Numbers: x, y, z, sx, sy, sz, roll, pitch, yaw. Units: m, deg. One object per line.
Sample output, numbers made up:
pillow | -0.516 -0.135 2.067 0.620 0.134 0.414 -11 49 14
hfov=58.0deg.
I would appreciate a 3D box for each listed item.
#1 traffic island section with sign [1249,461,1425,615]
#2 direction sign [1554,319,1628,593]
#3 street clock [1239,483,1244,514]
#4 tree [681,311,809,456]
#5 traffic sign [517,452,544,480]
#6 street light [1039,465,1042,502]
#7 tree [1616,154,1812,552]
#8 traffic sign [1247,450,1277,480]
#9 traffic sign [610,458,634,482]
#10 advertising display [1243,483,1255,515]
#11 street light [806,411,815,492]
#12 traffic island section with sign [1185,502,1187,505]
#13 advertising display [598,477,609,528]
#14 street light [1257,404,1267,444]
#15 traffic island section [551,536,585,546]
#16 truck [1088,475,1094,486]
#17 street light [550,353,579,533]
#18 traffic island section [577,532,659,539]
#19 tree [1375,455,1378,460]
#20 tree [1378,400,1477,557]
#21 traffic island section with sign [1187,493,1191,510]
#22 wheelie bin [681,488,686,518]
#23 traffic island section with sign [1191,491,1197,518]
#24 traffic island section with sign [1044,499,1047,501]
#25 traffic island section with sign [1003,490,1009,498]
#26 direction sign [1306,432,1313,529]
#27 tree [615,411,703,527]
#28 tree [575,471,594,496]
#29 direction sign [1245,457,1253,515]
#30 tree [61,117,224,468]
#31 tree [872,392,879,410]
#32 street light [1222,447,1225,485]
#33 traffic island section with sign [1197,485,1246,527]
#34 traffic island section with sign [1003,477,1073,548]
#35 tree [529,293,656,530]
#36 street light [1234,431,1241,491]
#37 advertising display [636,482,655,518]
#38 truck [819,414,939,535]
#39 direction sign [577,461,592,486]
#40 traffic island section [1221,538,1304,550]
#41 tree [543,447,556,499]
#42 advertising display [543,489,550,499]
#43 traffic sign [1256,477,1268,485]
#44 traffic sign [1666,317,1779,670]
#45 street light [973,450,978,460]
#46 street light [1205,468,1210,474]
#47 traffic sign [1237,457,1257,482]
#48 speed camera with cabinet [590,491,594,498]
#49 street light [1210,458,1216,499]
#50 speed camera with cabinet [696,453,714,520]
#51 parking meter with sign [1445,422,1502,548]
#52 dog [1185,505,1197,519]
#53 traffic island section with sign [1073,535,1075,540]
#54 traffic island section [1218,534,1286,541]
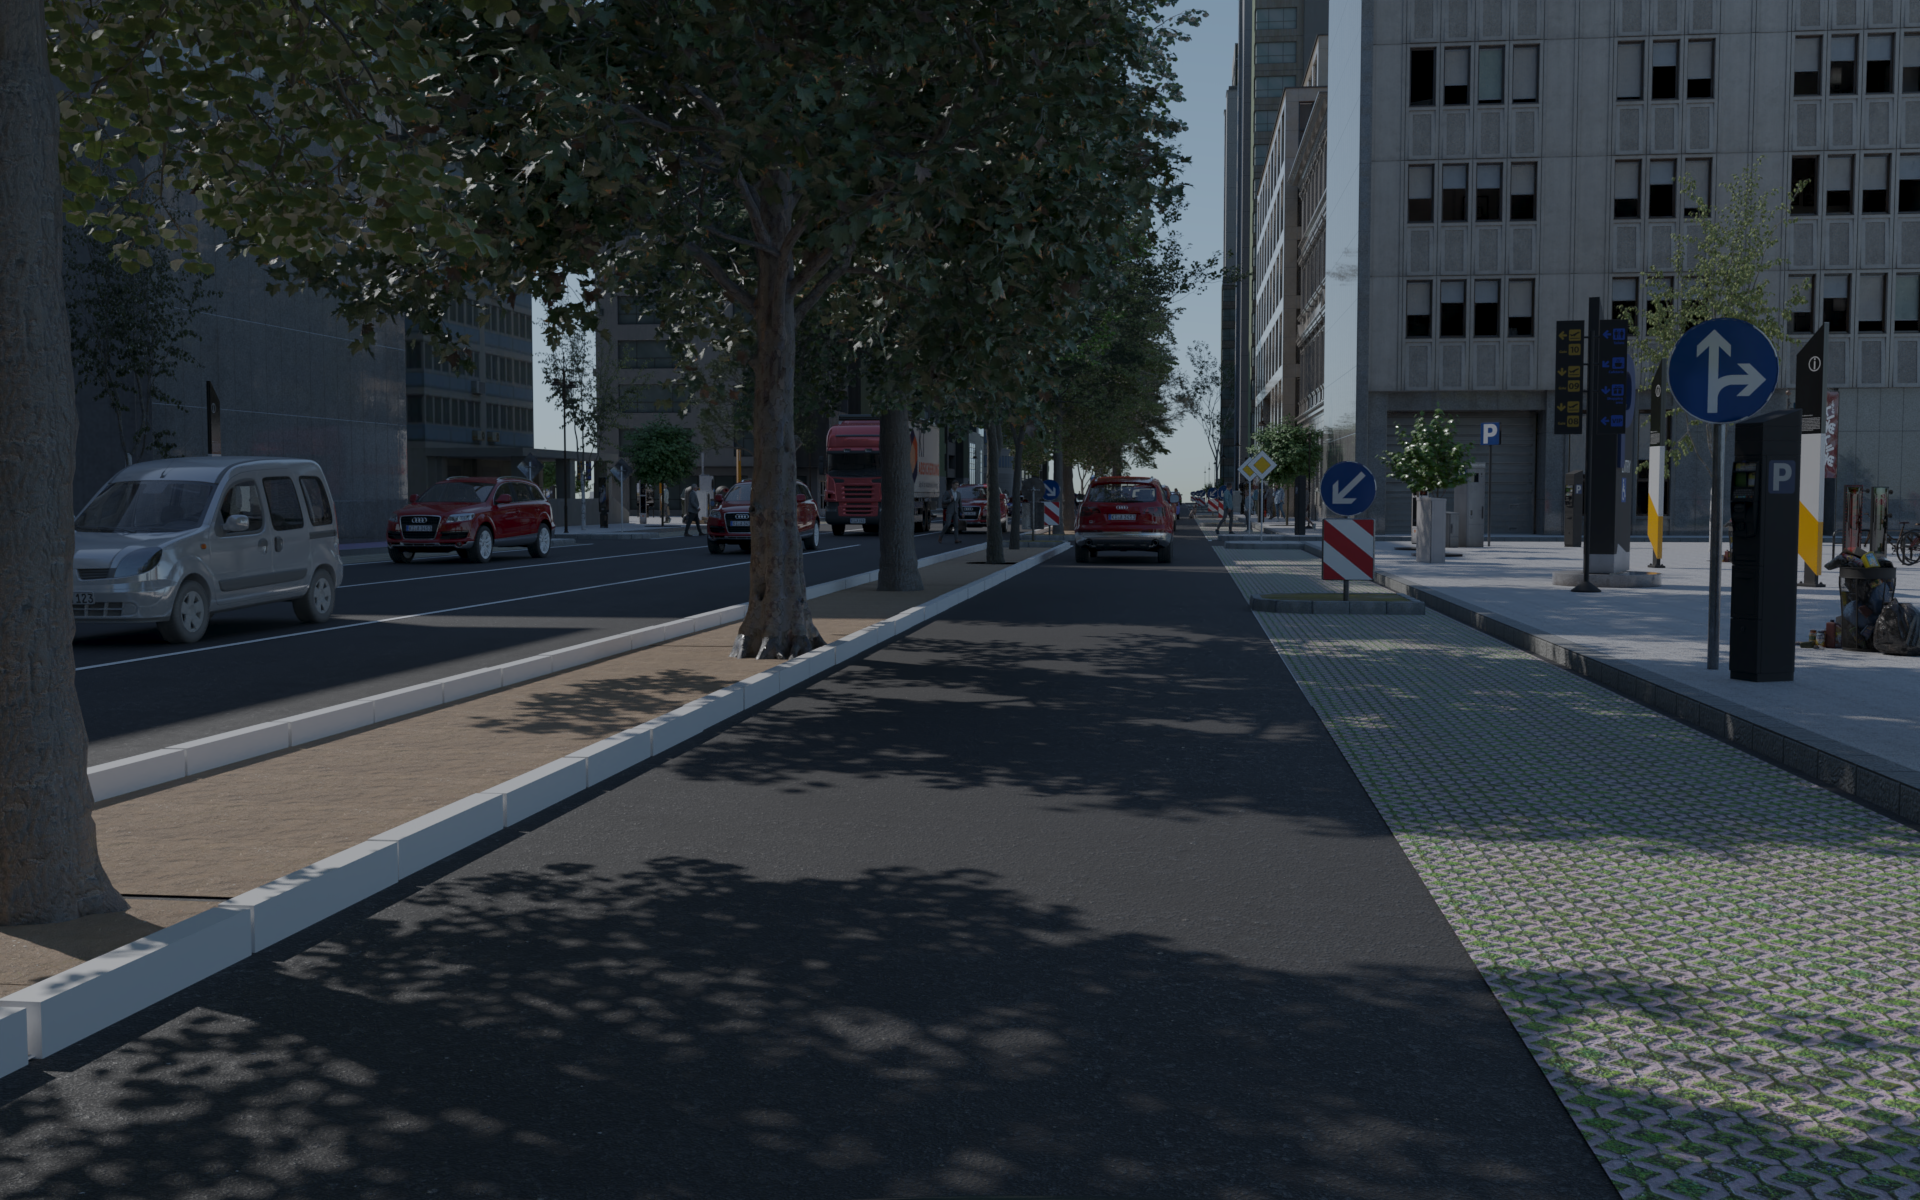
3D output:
traffic island section with sign | 4.616 -0.783 21.438 1.989 1.847 2.006 0 4 7
direction sign | 8.210 -1.872 22.607 0.876 3.537 0.379 1 4 16
street clock | 17.801 -6.398 109.172 0.471 2.002 0.358 -3 5 -40
tree | -10.452 -9.433 88.649 7.601 10.594 8.767 1 4 9
traffic sign | -12.015 -2.828 48.431 0.795 2.593 0.064 0 4 7
street light | 11.760 -17.138 252.991 0.468 5.910 1.993 0 4 7
tree | 16.770 -5.388 38.456 4.737 8.622 4.395 0 3 0
traffic sign | 8.018 -2.673 45.888 0.795 2.593 0.064 0 4 7
traffic sign | -11.013 -3.313 56.354 0.795 2.593 0.064 0 4 7
advertising display | 17.493 -6.092 104.825 0.974 1.923 0.123 -3 5 -42
street light | -8.229 -7.477 95.037 0.468 5.910 1.993 0 4 7
traffic island section with sign | 24.650 -10.478 179.943 1.989 1.847 2.006 0 4 7
advertising display | -13.491 -3.694 65.606 0.123 1.923 0.974 -2 4 -28
street light | 15.517 -7.122 89.229 0.468 5.910 1.993 0 4 7
traffic island section | -12.039 -1.604 48.502 2.009 0.180 2.903 0 4 7
truck | 20.444 -15.860 249.068 2.967 4.110 18.799 0 4 8
street light | -13.002 -5.150 56.997 0.468 5.910 1.993 0 4 7
traffic island section | -11.037 -2.088 56.424 2.009 0.180 2.903 0 4 7
tree | 10.598 -2.752 39.596 1.663 3.219 1.824 0 3 0
tree | 9.710 -2.510 35.637 1.663 3.219 1.824 0 3 0
traffic island section with sign | 21.275 -8.842 153.199 1.989 1.847 2.006 0 4 7
wheelie bin | -14.466 -5.165 92.355 0.980 1.594 0.693 2 4 27
traffic island section with sign | 14.969 -5.789 103.283 1.989 1.847 2.006 0 4 7
traffic island section with sign | 11.834 -13.988 237.325 1.989 1.847 2.006 0 4 7
traffic island section with sign | 4.892 -10.631 182.441 1.989 1.847 2.006 0 4 7
direction sign | 12.898 -4.401 63.959 0.379 3.537 0.876 1 4 14
tree | -11.808 -5.165 68.168 4.285 4.588 4.351 0 3 0
tree | -25.857 -7.512 117.430 1.663 3.219 1.824 0 3 0
direction sign | 17.858 -6.991 106.304 0.876 3.537 0.379 3 5 41
tree | -16.022 -5.055 33.006 4.360 8.622 3.978 0 3 0
tree | -5.019 -16.257 121.697 12.611 20.169 13.585 0 3 0
street light | 25.245 -11.816 165.972 0.468 5.910 1.993 0 4 7
traffic island section with sign | 11.534 -4.128 76.123 1.989 1.847 2.006 0 4 7
traffic island section with sign | 1.927 -2.376 46.979 2.006 1.907 1.989 0 4 7
tree | -13.216 -6.788 61.347 4.360 8.622 3.978 0 3 0
street light | 20.282 -9.423 126.849 0.468 5.910 1.993 0 4 7
advertising display | -17.150 -5.457 94.436 0.974 1.923 0.123 0 4 2
truck | -2.773 -4.544 63.212 2.839 4.237 11.283 0 4 8
direction sign | -21.533 -6.561 99.268 0.876 3.537 0.379 1 4 10
traffic island section | 8.042 -1.449 45.967 2.009 0.180 2.903 0 4 7
tree | -28.711 -8.338 120.041 4.285 4.588 4.351 0 3 0
advertising display | -30.364 -7.458 127.149 0.974 1.923 0.123 2 4 24
traffic sign | 14.341 -4.902 82.284 0.606 2.300 0.079 1 4 10
traffic sign | 5.516 -0.765 12.612 0.768 2.556 0.104 1 4 9
street light | 1.483 -12.156 171.542 0.468 5.910 1.993 0 4 7
street light | 35.742 -16.866 248.550 0.468 5.910 1.993 0 4 7
traffic sign | 9.020 -3.157 53.810 0.795 2.593 0.064 0 4 7
speed camera with cabinet | -22.173 -6.981 108.477 2.038 3.252 0.660 -3 5 -43
street light | 29.950 -14.123 203.696 0.468 5.910 1.993 0 4 7
speed camera with cabinet | -12.127 -5.375 82.211 0.660 3.252 2.038 0 4 1
parking meter with sign | 12.262 -2.783 41.760 1.738 3.016 0.543 -3 4 -36
dog | 13.545 -5.184 101.594 0.800 0.831 0.513 0 4 -1
traffic island section with sign | 2.866 -2.825 54.326 2.006 1.907 1.989 0 4 7
traffic island section | 9.044 -1.933 53.890 2.009 0.180 2.903 0 4 7
